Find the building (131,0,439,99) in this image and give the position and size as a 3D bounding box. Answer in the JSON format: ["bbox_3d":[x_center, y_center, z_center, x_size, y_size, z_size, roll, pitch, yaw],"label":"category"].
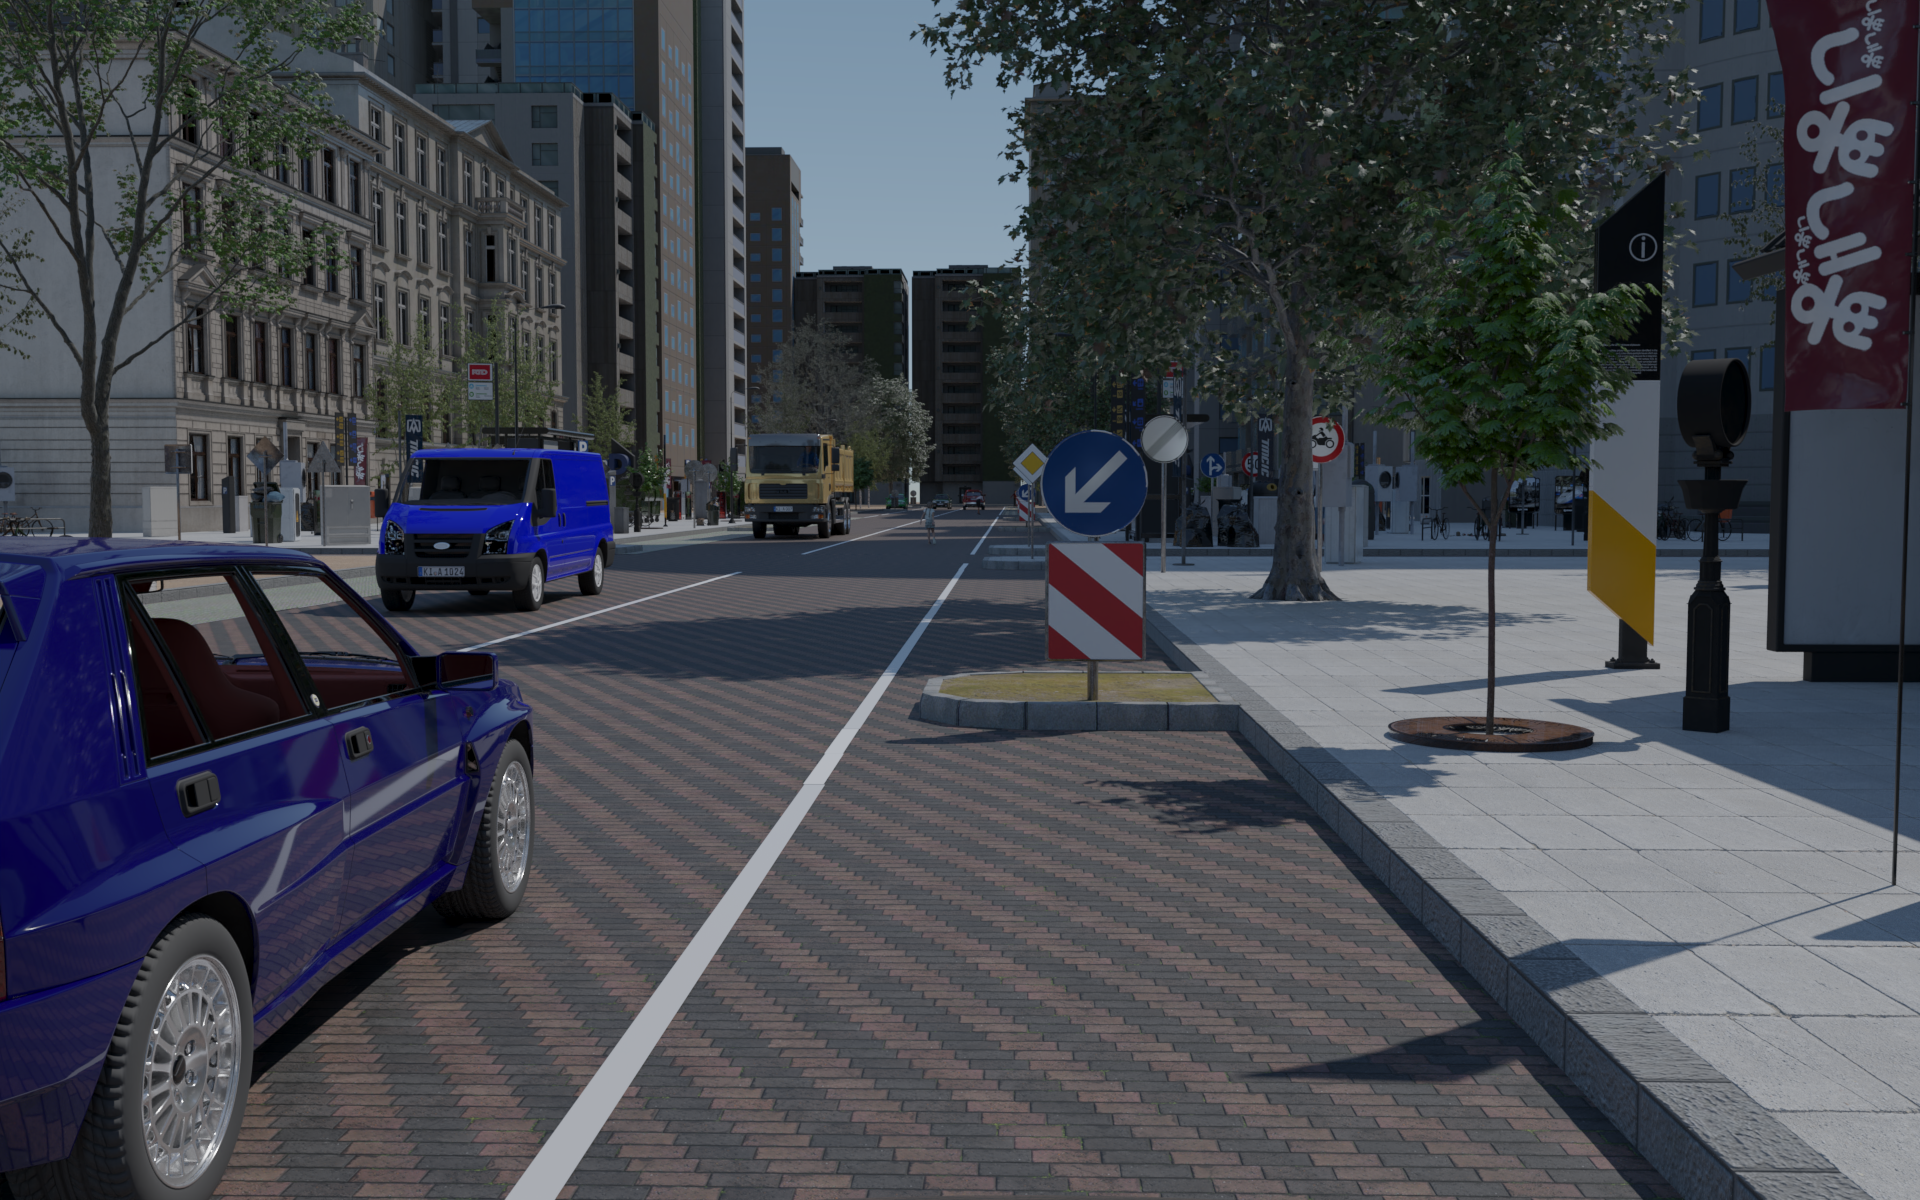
[{"bbox_3d":[-63.951,-35.312,166.593,27.495,52.752,28.713,0,4,2],"label":"building"}]

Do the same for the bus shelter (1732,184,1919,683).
[{"bbox_3d":[6.263,-0.938,9.252,2.014,3.302,5.546,0,4,2],"label":"bus shelter"}]

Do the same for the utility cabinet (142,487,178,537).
[{"bbox_3d":[-23.996,-2.645,51.925,0.318,1.500,1.173,1,4,13],"label":"utility cabinet"}]

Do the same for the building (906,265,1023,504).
[{"bbox_3d":[0.939,-27.496,221.263,14.107,30.474,14.160,0,4,2],"label":"building"}]

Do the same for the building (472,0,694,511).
[{"bbox_3d":[-29.433,-29.894,138.882,14.600,45.320,14.200,0,4,2],"label":"building"}]

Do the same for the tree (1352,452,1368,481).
[{"bbox_3d":[21.804,-7.120,100.123,4.285,4.588,4.351,0,3,0],"label":"tree"}]

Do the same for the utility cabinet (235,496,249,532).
[{"bbox_3d":[-24.698,-2.948,59.355,0.306,1.237,1.020,0,4,-6],"label":"utility cabinet"}]

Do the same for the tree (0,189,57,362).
[{"bbox_3d":[-18.807,-4.943,31.186,4.360,8.622,3.978,0,3,0],"label":"tree"}]

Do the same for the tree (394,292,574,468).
[{"bbox_3d":[-17.457,-6.944,63.890,4.737,8.622,4.395,0,3,0],"label":"tree"}]

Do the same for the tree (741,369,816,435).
[{"bbox_3d":[-10.439,-9.270,101.920,4.360,8.622,3.978,0,3,0],"label":"tree"}]

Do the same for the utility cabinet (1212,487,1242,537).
[{"bbox_3d":[7.886,-2.596,51.130,0.318,1.500,1.173,-1,4,-21],"label":"utility cabinet"}]

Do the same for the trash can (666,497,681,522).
[{"bbox_3d":[-13.452,-4.249,81.128,0.748,1.137,0.748,0,3,0],"label":"trash can"}]

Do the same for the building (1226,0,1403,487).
[{"bbox_3d":[32.679,-31.371,132.526,23.786,49.044,30.456,0,4,2],"label":"building"}]

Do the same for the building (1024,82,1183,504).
[{"bbox_3d":[22.118,-39.056,227.802,27.495,52.752,28.713,0,4,2],"label":"building"}]

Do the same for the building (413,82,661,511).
[{"bbox_3d":[-30.185,-21.622,125.225,14.160,30.474,14.107,0,4,2],"label":"building"}]

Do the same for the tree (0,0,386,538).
[{"bbox_3d":[-11.929,-5.999,23.837,9.928,11.665,9.643,0,3,0],"label":"tree"}]

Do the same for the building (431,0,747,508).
[{"bbox_3d":[-35.577,-38.355,169.108,28.212,58.520,21.231,0,4,2],"label":"building"}]

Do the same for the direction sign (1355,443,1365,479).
[{"bbox_3d":[17.676,-5.179,76.681,0.379,3.537,0.876,-1,4,-13],"label":"direction sign"}]

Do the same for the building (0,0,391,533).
[{"bbox_3d":[-30.268,-12.322,66.089,10.561,19.102,19.286,0,4,2],"label":"building"}]

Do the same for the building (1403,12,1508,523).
[{"bbox_3d":[28.670,-24.405,82.624,14.154,41.232,14.086,0,4,2],"label":"building"}]

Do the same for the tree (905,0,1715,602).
[{"bbox_3d":[4.156,-6.339,20.656,9.611,12.733,9.660,0,3,0],"label":"tree"}]

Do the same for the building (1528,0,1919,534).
[{"bbox_3d":[37.268,-31.889,63.379,28.212,58.520,21.231,0,4,2],"label":"building"}]

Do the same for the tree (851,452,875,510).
[{"bbox_3d":[-8.148,-9.321,136.114,4.285,4.588,4.351,0,3,0],"label":"tree"}]

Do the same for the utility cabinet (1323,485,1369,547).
[{"bbox_3d":[9.285,-2.036,41.973,1.173,1.500,0.318,2,4,34],"label":"utility cabinet"}]

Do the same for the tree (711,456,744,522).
[{"bbox_3d":[-10.643,-5.287,81.040,1.663,3.219,1.824,0,3,0],"label":"tree"}]

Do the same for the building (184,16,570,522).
[{"bbox_3d":[-30.810,-16.747,92.903,14.460,24.649,34.723,0,4,2],"label":"building"}]

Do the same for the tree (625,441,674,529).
[{"bbox_3d":[-11.556,-4.221,63.608,1.663,3.219,1.824,0,3,0],"label":"tree"}]

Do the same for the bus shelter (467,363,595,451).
[{"bbox_3d":[-13.870,-4.771,55.643,2.179,5.291,8.768,0,4,2],"label":"bus shelter"}]

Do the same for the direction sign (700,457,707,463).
[{"bbox_3d":[-15.578,-6.929,105.292,0.379,3.537,0.876,1,4,21],"label":"direction sign"}]

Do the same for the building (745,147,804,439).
[{"bbox_3d":[-27.932,-35.033,222.895,14.200,45.320,14.600,0,4,2],"label":"building"}]

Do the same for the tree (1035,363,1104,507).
[{"bbox_3d":[5.514,-8.494,89.238,4.737,8.622,4.395,0,3,0],"label":"tree"}]

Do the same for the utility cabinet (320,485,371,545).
[{"bbox_3d":[-15.361,-2.119,43.318,0.318,1.500,1.173,3,5,44],"label":"utility cabinet"}]

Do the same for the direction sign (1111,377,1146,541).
[{"bbox_3d":[3.149,-2.479,32.521,0.379,3.537,0.876,-3,5,-40],"label":"direction sign"}]

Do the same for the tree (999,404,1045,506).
[{"bbox_3d":[8.882,-17.065,185.675,9.857,13.997,8.962,0,3,0],"label":"tree"}]

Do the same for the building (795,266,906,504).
[{"bbox_3d":[-13.801,-27.567,222.413,14.107,30.474,14.160,0,4,2],"label":"building"}]

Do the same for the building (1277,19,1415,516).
[{"bbox_3d":[26.985,-20.652,109.361,14.160,30.474,14.107,0,4,2],"label":"building"}]

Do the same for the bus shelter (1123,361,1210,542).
[{"bbox_3d":[5.623,-4.397,49.525,2.179,5.291,8.768,0,4,2],"label":"bus shelter"}]

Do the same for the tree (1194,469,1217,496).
[{"bbox_3d":[15.660,-7.001,109.074,1.663,3.219,1.824,0,3,0],"label":"tree"}]

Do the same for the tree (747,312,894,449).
[{"bbox_3d":[-9.323,-12.631,116.885,12.009,13.543,11.850,0,3,0],"label":"tree"}]

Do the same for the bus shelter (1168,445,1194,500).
[{"bbox_3d":[7.344,-4.290,64.066,2.014,3.302,5.546,0,4,2],"label":"bus shelter"}]

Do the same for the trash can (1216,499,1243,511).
[{"bbox_3d":[7.530,-2.249,48.427,0.748,1.137,0.748,0,3,0],"label":"trash can"}]

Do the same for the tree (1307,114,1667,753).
[{"bbox_3d":[2.807,-0.873,8.870,1.663,3.219,1.824,0,3,0],"label":"tree"}]

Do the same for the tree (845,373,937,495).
[{"bbox_3d":[-7.332,-16.778,180.979,9.857,13.997,8.962,0,3,0],"label":"tree"}]

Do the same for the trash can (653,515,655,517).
[{"bbox_3d":[-17.417,-5.229,97.143,0.748,1.137,0.748,0,3,0],"label":"trash can"}]

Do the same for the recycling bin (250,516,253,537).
[{"bbox_3d":[-20.787,-2.410,51.951,0.722,1.027,0.722,3,4,36],"label":"recycling bin"}]

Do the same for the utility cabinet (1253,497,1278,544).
[{"bbox_3d":[8.027,-2.028,44.319,1.020,1.237,0.306,-1,4,-20],"label":"utility cabinet"}]

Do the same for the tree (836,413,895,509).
[{"bbox_3d":[-8.827,-12.356,152.384,4.737,8.622,4.395,0,3,0],"label":"tree"}]

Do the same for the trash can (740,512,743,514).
[{"bbox_3d":[-13.134,-5.542,102.270,0.748,1.137,0.748,0,3,0],"label":"trash can"}]

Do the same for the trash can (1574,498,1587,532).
[{"bbox_3d":[21.085,-2.867,58.528,0.748,1.137,0.748,0,3,0],"label":"trash can"}]

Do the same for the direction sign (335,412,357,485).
[{"bbox_3d":[-17.097,-3.443,48.298,0.379,3.537,0.876,1,4,19],"label":"direction sign"}]

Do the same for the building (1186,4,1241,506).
[{"bbox_3d":[31.746,-37.993,163.183,21.231,58.520,28.212,0,4,2],"label":"building"}]

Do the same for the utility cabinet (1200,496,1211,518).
[{"bbox_3d":[8.424,-2.878,58.210,0.306,1.237,1.020,-1,4,-16],"label":"utility cabinet"}]
